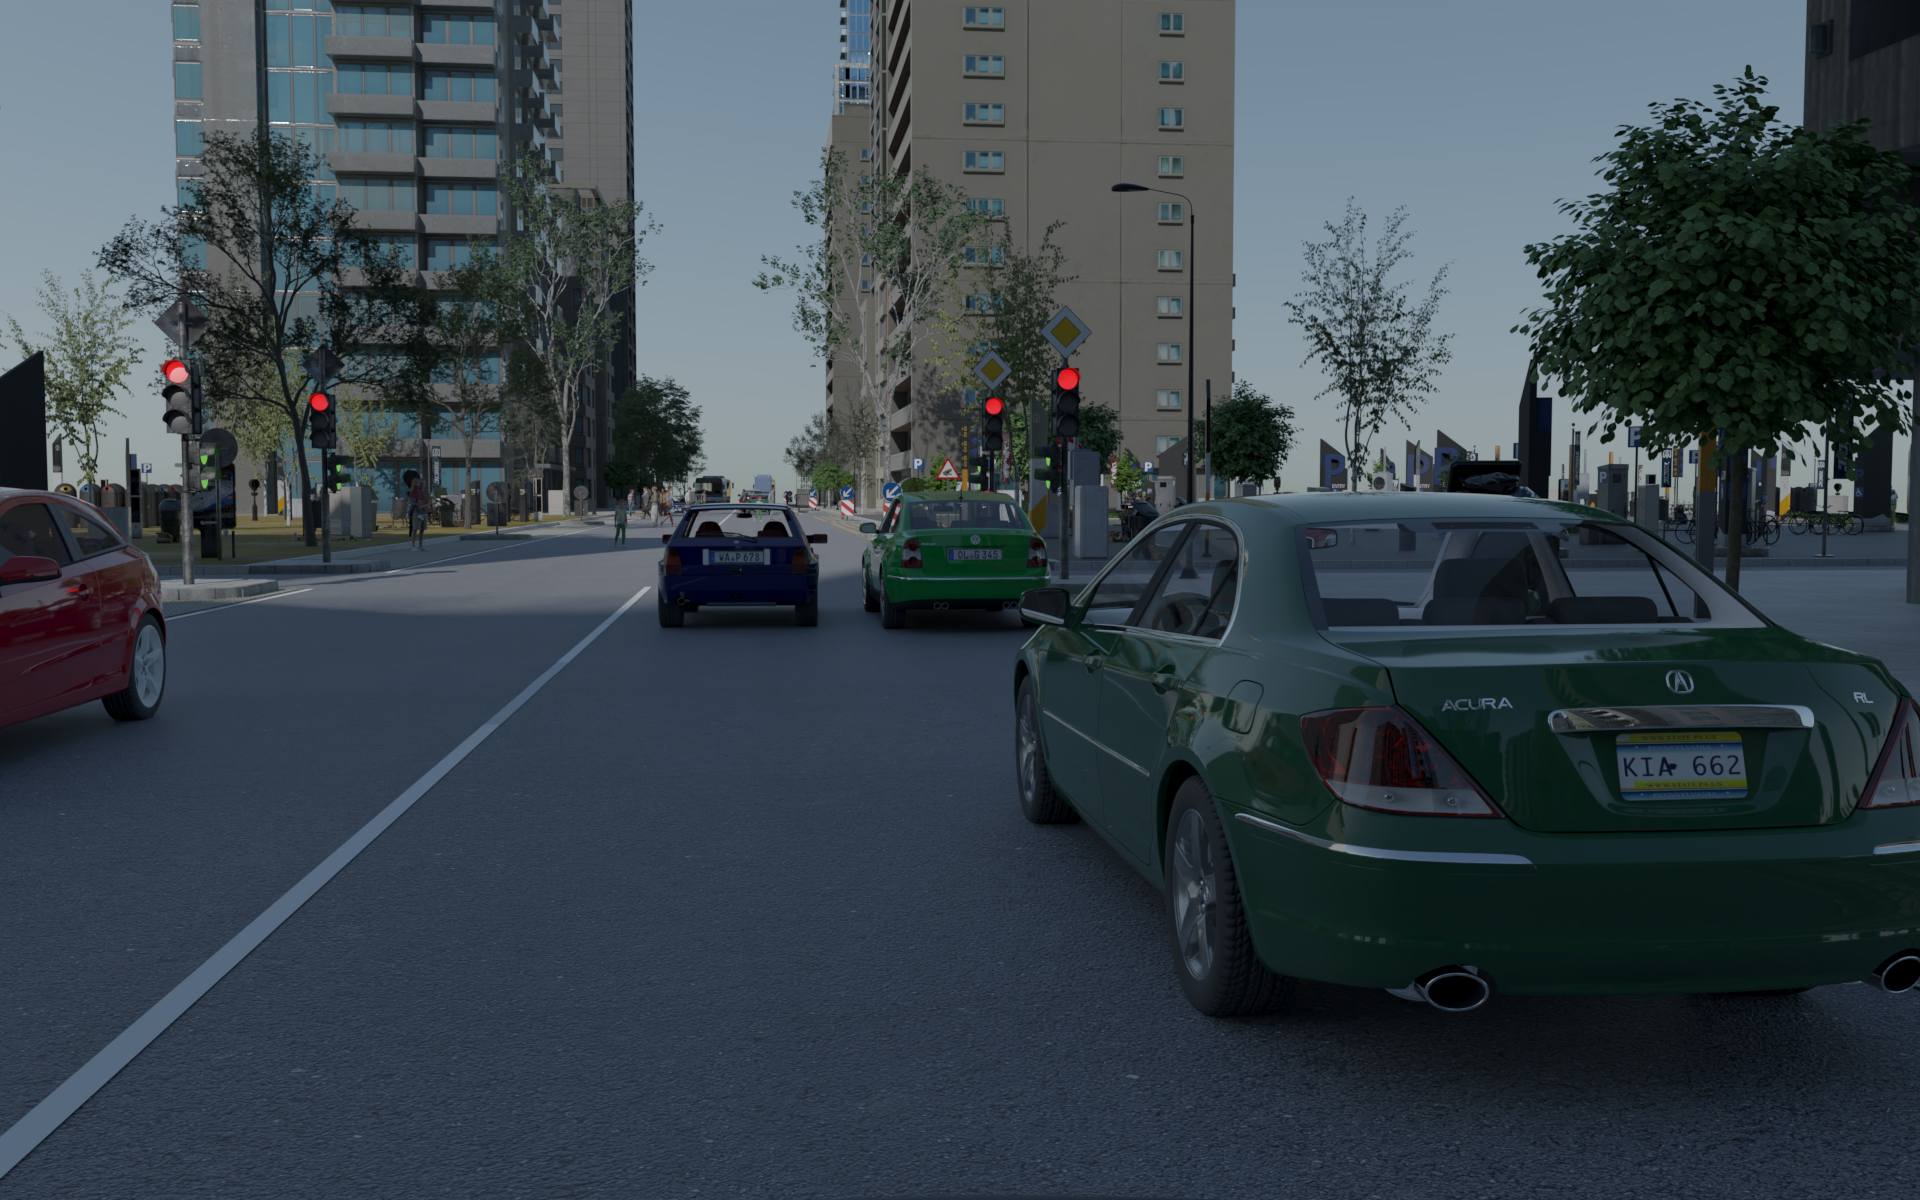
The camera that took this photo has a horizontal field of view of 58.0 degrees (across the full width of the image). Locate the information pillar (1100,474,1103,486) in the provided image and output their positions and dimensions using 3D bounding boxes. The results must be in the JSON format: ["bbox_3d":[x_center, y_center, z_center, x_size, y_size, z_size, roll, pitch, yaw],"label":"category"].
[{"bbox_3d":[5.984,-5.000,73.106,0.183,3.616,0.504,0,4,1],"label":"information pillar"}]

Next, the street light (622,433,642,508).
[{"bbox_3d":[-25.083,-9.719,131.449,1.470,5.913,1.316,0,4,-7],"label":"street light"}]

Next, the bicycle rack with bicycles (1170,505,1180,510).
[{"bbox_3d":[8.331,-2.785,58.922,2.852,0.926,2.925,0,4,2],"label":"bicycle rack with bicycles"}]

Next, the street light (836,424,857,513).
[{"bbox_3d":[-7.531,-8.711,114.972,1.470,5.913,1.316,0,4,-7],"label":"street light"}]

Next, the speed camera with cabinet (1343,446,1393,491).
[{"bbox_3d":[16.984,-4.765,72.247,2.038,3.252,0.660,3,5,41],"label":"speed camera with cabinet"}]

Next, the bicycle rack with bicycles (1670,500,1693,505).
[{"bbox_3d":[46.596,-5.968,110.954,2.925,0.926,2.852,1,4,16],"label":"bicycle rack with bicycles"}]

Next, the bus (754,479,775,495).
[{"bbox_3d":[-28.469,-15.961,252.514,2.896,3.916,12.252,-1,4,-9],"label":"bus"}]

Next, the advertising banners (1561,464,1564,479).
[{"bbox_3d":[34.844,-6.397,100.781,0.090,3.025,2.074,0,4,4],"label":"advertising banners"}]

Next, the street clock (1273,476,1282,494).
[{"bbox_3d":[12.973,-4.054,70.852,0.358,2.002,0.471,1,4,19],"label":"street clock"}]

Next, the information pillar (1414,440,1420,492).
[{"bbox_3d":[19.758,-5.109,74.895,0.183,3.616,0.504,2,4,35],"label":"information pillar"}]

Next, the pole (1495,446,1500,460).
[{"bbox_3d":[22.594,-4.833,72.867,0.158,3.312,0.155,0,3,0],"label":"pole"}]

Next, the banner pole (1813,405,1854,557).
[{"bbox_3d":[17.975,-2.783,35.525,0.863,3.779,0.401,-1,4,-13],"label":"banner pole"}]

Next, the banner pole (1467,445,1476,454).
[{"bbox_3d":[26.128,-6.032,88.645,0.863,3.779,0.401,-2,4,-25],"label":"banner pole"}]

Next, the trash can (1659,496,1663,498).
[{"bbox_3d":[46.457,-6.334,115.210,0.748,1.137,0.748,0,3,0],"label":"trash can"}]

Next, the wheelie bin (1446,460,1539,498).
[{"bbox_3d":[4.944,-0.508,16.221,0.980,1.594,0.693,0,4,5],"label":"wheelie bin"}]

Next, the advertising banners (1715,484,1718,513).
[{"bbox_3d":[32.428,-4.774,74.247,0.090,3.025,2.074,2,4,26],"label":"advertising banners"}]

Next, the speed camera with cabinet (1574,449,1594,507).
[{"bbox_3d":[27.331,-5.054,76.975,0.660,3.252,2.038,0,4,0],"label":"speed camera with cabinet"}]

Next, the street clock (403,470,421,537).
[{"bbox_3d":[-16.466,-2.905,52.059,0.471,2.002,0.358,0,4,-4],"label":"street clock"}]

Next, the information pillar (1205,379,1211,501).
[{"bbox_3d":[5.030,-2.680,35.173,0.183,3.616,0.504,0,4,7],"label":"information pillar"}]

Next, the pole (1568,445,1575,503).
[{"bbox_3d":[25.201,-4.744,71.401,0.158,3.312,0.155,0,3,0],"label":"pole"}]

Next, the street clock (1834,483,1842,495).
[{"bbox_3d":[58.211,-6.747,114.887,0.358,2.002,0.471,-1,4,-21],"label":"street clock"}]

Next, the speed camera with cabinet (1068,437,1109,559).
[{"bbox_3d":[2.614,-2.495,35.130,0.660,3.252,2.038,0,4,-3],"label":"speed camera with cabinet"}]

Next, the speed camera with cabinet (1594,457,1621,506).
[{"bbox_3d":[34.591,-6.023,92.809,2.038,3.252,0.660,3,5,42],"label":"speed camera with cabinet"}]

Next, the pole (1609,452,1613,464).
[{"bbox_3d":[31.394,-5.489,83.585,0.158,3.312,0.155,0,3,0],"label":"pole"}]

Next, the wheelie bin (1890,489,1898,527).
[{"bbox_3d":[34.012,-3.410,63.668,0.980,1.594,0.693,-1,4,-19],"label":"wheelie bin"}]

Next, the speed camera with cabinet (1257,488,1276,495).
[{"bbox_3d":[18.363,-6.764,104.933,0.660,3.252,2.038,-1,4,-23],"label":"speed camera with cabinet"}]

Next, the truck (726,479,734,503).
[{"bbox_3d":[-31.244,-14.064,225.862,3.469,3.379,9.791,0,4,-8],"label":"truck"}]

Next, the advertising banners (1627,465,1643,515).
[{"bbox_3d":[39.914,-6.513,102.675,2.074,3.025,0.090,-3,5,-39],"label":"advertising banners"}]

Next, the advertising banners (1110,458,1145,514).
[{"bbox_3d":[8.153,-5.322,83.208,2.074,3.025,0.090,0,4,-1],"label":"advertising banners"}]

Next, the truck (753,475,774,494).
[{"bbox_3d":[-26.807,-15.035,235.578,2.967,4.110,18.799,0,4,-6],"label":"truck"}]

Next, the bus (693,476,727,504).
[{"bbox_3d":[-24.061,-10.565,167.600,2.948,3.499,13.247,0,4,-6],"label":"bus"}]

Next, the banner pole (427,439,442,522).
[{"bbox_3d":[-24.017,-5.445,79.044,0.401,3.779,0.863,3,5,41],"label":"banner pole"}]

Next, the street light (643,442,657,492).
[{"bbox_3d":[-27.962,-11.130,154.518,1.470,5.913,1.316,0,4,-7],"label":"street light"}]

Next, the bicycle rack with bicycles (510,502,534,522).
[{"bbox_3d":[-21.450,-4.176,81.657,2.925,0.926,2.852,-1,4,-14],"label":"bicycle rack with bicycles"}]

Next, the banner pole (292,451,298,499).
[{"bbox_3d":[-38.998,-6.824,101.588,0.401,3.779,0.863,-3,5,-43],"label":"banner pole"}]

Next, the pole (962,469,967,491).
[{"bbox_3d":[0.160,-4.046,59.991,0.158,3.312,0.155,0,3,0],"label":"pole"}]

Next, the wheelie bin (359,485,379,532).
[{"bbox_3d":[-20.044,-3.081,58.285,0.693,1.594,0.980,1,4,13],"label":"wheelie bin"}]

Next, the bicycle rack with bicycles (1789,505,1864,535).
[{"bbox_3d":[27.337,-2.542,54.944,2.852,0.926,2.925,-2,4,-30],"label":"bicycle rack with bicycles"}]

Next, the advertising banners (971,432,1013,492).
[{"bbox_3d":[0.884,-3.248,49.292,0.090,3.025,2.074,-2,4,-35],"label":"advertising banners"}]

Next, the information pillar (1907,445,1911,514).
[{"bbox_3d":[44.292,-5.470,80.792,0.183,3.616,0.504,1,4,18],"label":"information pillar"}]

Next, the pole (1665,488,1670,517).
[{"bbox_3d":[36.280,-5.809,88.820,0.158,3.312,0.155,0,3,0],"label":"pole"}]

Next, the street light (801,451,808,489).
[{"bbox_3d":[-15.869,-12.976,184.698,1.470,5.913,1.316,0,4,-7],"label":"street light"}]

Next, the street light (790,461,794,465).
[{"bbox_3d":[-22.855,-16.583,243.670,1.470,5.913,1.316,0,4,-7],"label":"street light"}]

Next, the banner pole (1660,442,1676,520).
[{"bbox_3d":[33.738,-5.644,82.299,0.863,3.779,0.401,1,4,13],"label":"banner pole"}]

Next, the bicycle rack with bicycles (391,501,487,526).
[{"bbox_3d":[-21.601,-3.527,71.042,2.925,0.926,2.852,1,4,21],"label":"bicycle rack with bicycles"}]

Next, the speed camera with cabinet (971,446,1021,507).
[{"bbox_3d":[1.504,-4.759,72.150,2.038,3.252,0.660,-1,4,-14],"label":"speed camera with cabinet"}]

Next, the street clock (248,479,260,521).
[{"bbox_3d":[-33.797,-4.796,82.981,0.358,2.002,0.471,2,4,33],"label":"street clock"}]

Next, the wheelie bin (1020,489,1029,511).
[{"bbox_3d":[3.621,-5.616,99.737,0.693,1.594,0.980,-1,4,-17],"label":"wheelie bin"}]

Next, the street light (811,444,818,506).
[{"bbox_3d":[-13.168,-11.564,161.608,1.470,5.913,1.316,0,4,-7],"label":"street light"}]

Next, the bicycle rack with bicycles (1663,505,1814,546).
[{"bbox_3d":[19.307,-1.860,43.786,2.925,0.926,2.852,0,4,-5],"label":"bicycle rack with bicycles"}]

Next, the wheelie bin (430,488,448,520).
[{"bbox_3d":[-25.378,-4.676,84.369,0.980,1.594,0.693,-3,4,-36],"label":"wheelie bin"}]

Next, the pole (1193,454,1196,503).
[{"bbox_3d":[8.393,-4.187,62.305,0.158,3.312,0.155,0,3,0],"label":"pole"}]

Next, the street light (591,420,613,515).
[{"bbox_3d":[-22.348,-8.299,108.229,1.470,5.913,1.316,0,4,-7],"label":"street light"}]

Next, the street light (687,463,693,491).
[{"bbox_3d":[-37.766,-16.186,237.183,1.470,5.913,1.316,0,4,-7],"label":"street light"}]

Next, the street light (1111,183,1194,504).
[{"bbox_3d":[2.952,-3.276,26.105,1.470,5.913,1.316,0,4,-7],"label":"street light"}]

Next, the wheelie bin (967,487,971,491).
[{"bbox_3d":[0.568,-4.408,79.979,0.693,1.594,0.980,-1,4,-18],"label":"wheelie bin"}]

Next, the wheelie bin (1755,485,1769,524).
[{"bbox_3d":[28.695,-3.339,62.497,0.693,1.594,0.980,-3,5,-42],"label":"wheelie bin"}]

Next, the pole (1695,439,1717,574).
[{"bbox_3d":[7.696,-1.468,17.844,0.158,3.312,0.155,0,3,0],"label":"pole"}]

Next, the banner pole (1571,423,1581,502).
[{"bbox_3d":[21.533,-4.320,60.642,0.401,3.779,0.863,0,4,-4],"label":"banner pole"}]

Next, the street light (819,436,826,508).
[{"bbox_3d":[-10.321,-10.137,138.288,1.470,5.913,1.316,0,4,-7],"label":"street light"}]
